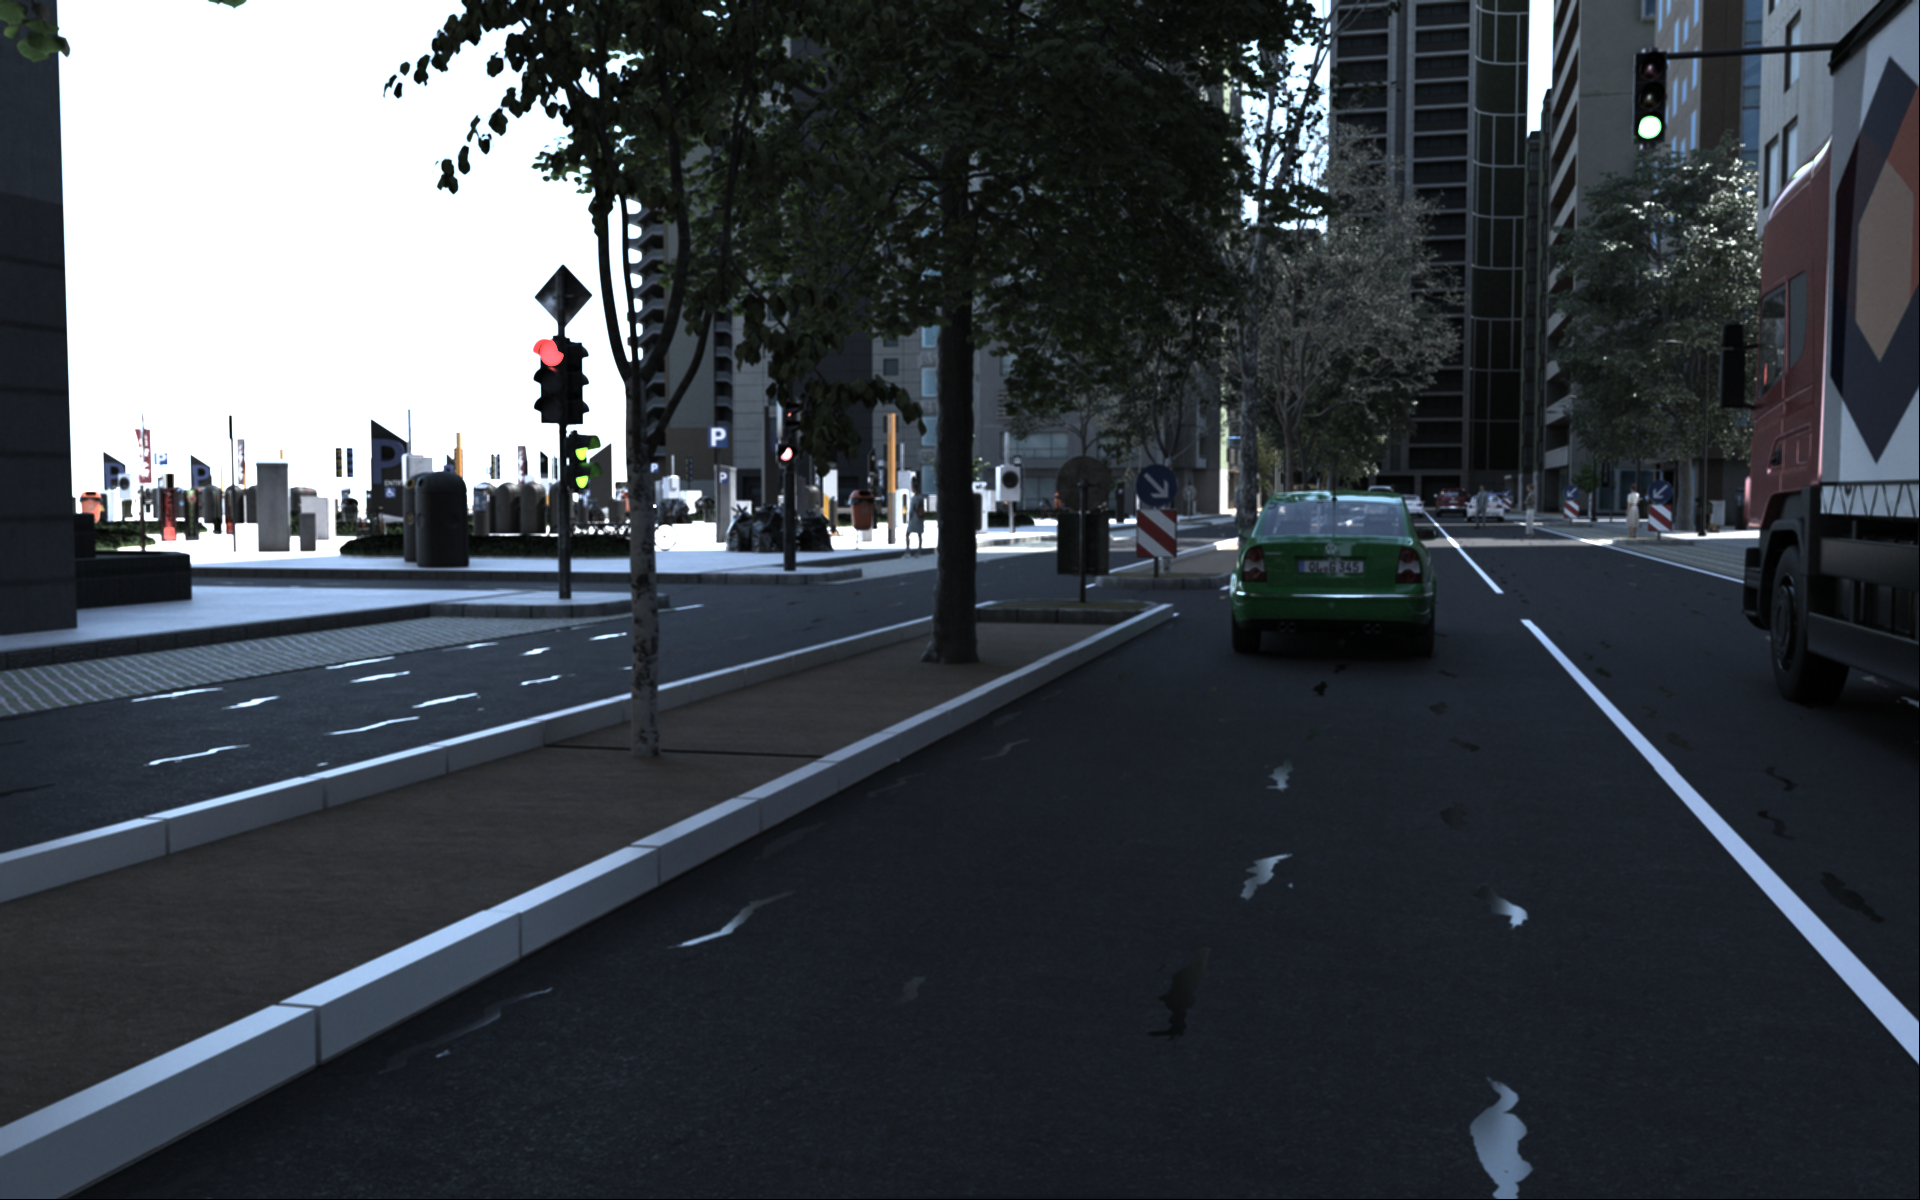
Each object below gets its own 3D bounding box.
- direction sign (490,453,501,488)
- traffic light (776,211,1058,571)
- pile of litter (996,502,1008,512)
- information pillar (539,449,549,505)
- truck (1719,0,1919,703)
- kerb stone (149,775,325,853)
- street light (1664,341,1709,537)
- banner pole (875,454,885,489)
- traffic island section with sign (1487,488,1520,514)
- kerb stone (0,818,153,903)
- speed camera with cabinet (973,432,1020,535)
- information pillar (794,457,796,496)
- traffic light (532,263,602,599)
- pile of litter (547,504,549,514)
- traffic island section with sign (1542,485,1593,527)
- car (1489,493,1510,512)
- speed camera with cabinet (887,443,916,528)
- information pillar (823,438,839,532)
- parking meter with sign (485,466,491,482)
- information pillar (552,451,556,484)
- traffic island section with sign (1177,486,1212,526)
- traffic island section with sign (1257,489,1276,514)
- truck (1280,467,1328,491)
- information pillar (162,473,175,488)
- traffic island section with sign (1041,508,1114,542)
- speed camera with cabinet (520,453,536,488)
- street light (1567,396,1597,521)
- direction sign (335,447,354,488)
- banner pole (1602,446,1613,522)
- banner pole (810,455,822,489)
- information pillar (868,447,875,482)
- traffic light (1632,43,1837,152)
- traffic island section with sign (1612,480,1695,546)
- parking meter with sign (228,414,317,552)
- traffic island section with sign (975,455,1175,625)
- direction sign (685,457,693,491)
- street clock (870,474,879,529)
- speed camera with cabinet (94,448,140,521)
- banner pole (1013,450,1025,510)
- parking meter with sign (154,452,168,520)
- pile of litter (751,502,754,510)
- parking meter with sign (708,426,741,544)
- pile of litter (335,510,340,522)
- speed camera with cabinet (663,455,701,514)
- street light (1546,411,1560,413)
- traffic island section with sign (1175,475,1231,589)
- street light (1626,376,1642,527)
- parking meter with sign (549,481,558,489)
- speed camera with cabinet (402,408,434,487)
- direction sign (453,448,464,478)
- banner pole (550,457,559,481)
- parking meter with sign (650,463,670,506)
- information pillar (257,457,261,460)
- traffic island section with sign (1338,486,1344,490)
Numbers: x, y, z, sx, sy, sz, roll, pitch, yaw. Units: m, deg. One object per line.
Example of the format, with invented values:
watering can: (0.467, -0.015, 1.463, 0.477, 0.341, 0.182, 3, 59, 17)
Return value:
direction sign: (-25.835, -6.387, 96.419, 0.876, 3.537, 0.379, 3, 4, 38)
traffic light: (-0.785, -3.285, 28.382, 4.771, 5.953, 1.251, 1, 4, 14)
pile of litter: (2.626, -5.152, 98.200, 1.719, 0.858, 1.176, 0, 4, 4)
information pillar: (-21.610, -6.033, 89.992, 0.504, 3.616, 0.183, -2, 4, -26)
truck: (6.042, -1.190, 8.366, 2.839, 4.237, 11.283, 1, 4, 14)
kerb stone: (-3.061, 0.908, 7.351, 0.120, 0.150, 1.000, 1, 4, 14)
street light: (21.997, -4.889, 52.471, 1.470, 5.913, 1.316, 1, 4, 14)
banner pole: (-5.010, -7.114, 106.336, 0.863, 3.779, 0.401, 1, 4, 17)
traffic island section with sign: (38.792, -7.018, 123.367, 1.989, 1.847, 2.006, 1, 4, 14)
kerb stone: (-3.316, 0.969, 6.360, 0.120, 0.150, 1.000, 1, 4, 14)
speed camera with cabinet: (0.862, -3.710, 54.993, 2.038, 3.252, 0.660, -1, 4, -13)
information pillar: (-7.887, -5.570, 82.416, 0.183, 3.616, 0.504, 0, 4, -2)
traffic light: (-4.833, -1.971, 21.141, 0.839, 4.253, 0.868, 1, 4, 14)
pile of litter: (-20.813, -4.505, 87.620, 1.719, 0.858, 1.176, 2, 4, 30)
traffic island section with sign: (26.293, -4.059, 74.998, 1.989, 1.847, 2.006, 1, 4, 14)
car: (39.761, -7.258, 128.259, 1.945, 1.707, 3.694, 1, 4, 14)
speed camera with cabinet: (-2.243, -4.435, 66.854, 0.660, 3.252, 2.038, 1, 4, 15)
information pillar: (-4.370, -4.110, 58.560, 0.504, 3.616, 0.183, -1, 4, -20)
parking meter with sign: (-29.788, -6.909, 109.231, 0.543, 3.016, 1.738, -2, 4, -26)
information pillar: (-22.321, -6.357, 95.288, 0.183, 3.616, 0.504, -2, 4, -31)
traffic island section with sign: (10.555, -4.337, 79.540, 1.989, 1.847, 2.006, 1, 4, 14)
traffic island section with sign: (22.949, -7.268, 127.461, 1.989, 1.847, 2.006, 1, 4, 14)
truck: (24.127, -7.602, 120.211, 3.469, 3.379, 9.791, 1, 4, 13)
information pillar: (-27.163, -3.364, 59.489, 0.304, 2.012, 0.304, -3, 5, -42)
traffic island section with sign: (3.625, -2.699, 52.763, 1.989, 1.847, 2.006, 1, 4, 14)
speed camera with cabinet: (-21.470, -5.526, 84.678, 0.660, 3.252, 2.038, -3, 5, -41)
street light: (29.580, -6.708, 82.214, 1.470, 5.913, 1.316, 1, 4, 14)
direction sign: (-29.779, -5.617, 83.840, 0.876, 3.537, 0.379, 0, 4, -3)
banner pole: (29.377, -5.412, 78.497, 0.863, 3.779, 0.401, -2, 4, -26)
banner pole: (-7.995, -6.440, 95.309, 0.863, 3.779, 0.401, 1, 4, 15)
information pillar: (-4.396, -5.799, 86.174, 0.183, 3.616, 0.504, 2, 4, 33)
traffic light: (9.207, -2.613, 17.394, 4.771, 5.953, 1.251, 1, 4, 14)
traffic island section with sign: (19.538, -2.463, 48.900, 1.989, 1.847, 2.006, 1, 4, 14)
parking meter with sign: (-15.172, -2.570, 38.277, 1.738, 3.016, 0.543, -1, 4, -18)
traffic island section with sign: (1.302, -0.722, 19.938, 2.006, 1.907, 1.989, 1, 4, 14)
direction sign: (-16.572, -6.969, 105.943, 0.379, 3.537, 0.876, -3, 4, -37)
street clock: (-3.106, -3.562, 62.802, 0.358, 2.002, 0.471, -1, 4, -19)
speed camera with cabinet: (-36.398, -4.918, 74.737, 2.038, 3.252, 0.660, 1, 4, 19)
banner pole: (3.443, -6.669, 99.059, 0.863, 3.779, 0.401, 0, 4, -2)
parking meter with sign: (-32.911, -4.597, 71.423, 0.543, 3.016, 1.738, -2, 4, -25)
pile of litter: (-12.637, -5.469, 103.385, 1.719, 0.858, 1.176, 2, 4, 34)
parking meter with sign: (-6.135, -3.014, 45.547, 0.543, 3.016, 1.738, 0, 4, 6)
pile of litter: (-23.050, -3.068, 64.132, 1.176, 0.858, 1.719, 0, 4, 6)
speed camera with cabinet: (-14.258, -5.781, 88.857, 2.038, 3.252, 0.660, -3, 5, -44)
street light: (33.407, -7.591, 96.659, 1.470, 5.913, 1.316, 1, 4, 14)
traffic island section with sign: (3.166, -1.160, 27.107, 2.006, 1.907, 1.989, 1, 4, 14)
street light: (25.684, -5.774, 66.952, 1.470, 5.913, 1.316, 1, 4, 14)
parking meter with sign: (-22.949, -6.229, 98.101, 1.738, 3.016, 0.543, 2, 4, 30)
speed camera with cabinet: (-12.176, -2.765, 39.539, 0.660, 3.252, 2.038, -2, 4, -32)
direction sign: (-24.643, -5.701, 85.200, 0.379, 3.537, 0.876, 1, 4, 16)
banner pole: (-24.105, -6.954, 103.710, 0.863, 3.779, 0.401, 0, 4, -3)
parking meter with sign: (-16.641, -6.119, 96.311, 0.543, 3.016, 1.738, -2, 4, -35)
information pillar: (-43.861, -7.176, 108.682, 0.504, 3.616, 0.183, 2, 4, 26)
traffic island section with sign: (21.979, -5.610, 99.862, 2.006, 1.907, 1.989, 1, 4, 14)
